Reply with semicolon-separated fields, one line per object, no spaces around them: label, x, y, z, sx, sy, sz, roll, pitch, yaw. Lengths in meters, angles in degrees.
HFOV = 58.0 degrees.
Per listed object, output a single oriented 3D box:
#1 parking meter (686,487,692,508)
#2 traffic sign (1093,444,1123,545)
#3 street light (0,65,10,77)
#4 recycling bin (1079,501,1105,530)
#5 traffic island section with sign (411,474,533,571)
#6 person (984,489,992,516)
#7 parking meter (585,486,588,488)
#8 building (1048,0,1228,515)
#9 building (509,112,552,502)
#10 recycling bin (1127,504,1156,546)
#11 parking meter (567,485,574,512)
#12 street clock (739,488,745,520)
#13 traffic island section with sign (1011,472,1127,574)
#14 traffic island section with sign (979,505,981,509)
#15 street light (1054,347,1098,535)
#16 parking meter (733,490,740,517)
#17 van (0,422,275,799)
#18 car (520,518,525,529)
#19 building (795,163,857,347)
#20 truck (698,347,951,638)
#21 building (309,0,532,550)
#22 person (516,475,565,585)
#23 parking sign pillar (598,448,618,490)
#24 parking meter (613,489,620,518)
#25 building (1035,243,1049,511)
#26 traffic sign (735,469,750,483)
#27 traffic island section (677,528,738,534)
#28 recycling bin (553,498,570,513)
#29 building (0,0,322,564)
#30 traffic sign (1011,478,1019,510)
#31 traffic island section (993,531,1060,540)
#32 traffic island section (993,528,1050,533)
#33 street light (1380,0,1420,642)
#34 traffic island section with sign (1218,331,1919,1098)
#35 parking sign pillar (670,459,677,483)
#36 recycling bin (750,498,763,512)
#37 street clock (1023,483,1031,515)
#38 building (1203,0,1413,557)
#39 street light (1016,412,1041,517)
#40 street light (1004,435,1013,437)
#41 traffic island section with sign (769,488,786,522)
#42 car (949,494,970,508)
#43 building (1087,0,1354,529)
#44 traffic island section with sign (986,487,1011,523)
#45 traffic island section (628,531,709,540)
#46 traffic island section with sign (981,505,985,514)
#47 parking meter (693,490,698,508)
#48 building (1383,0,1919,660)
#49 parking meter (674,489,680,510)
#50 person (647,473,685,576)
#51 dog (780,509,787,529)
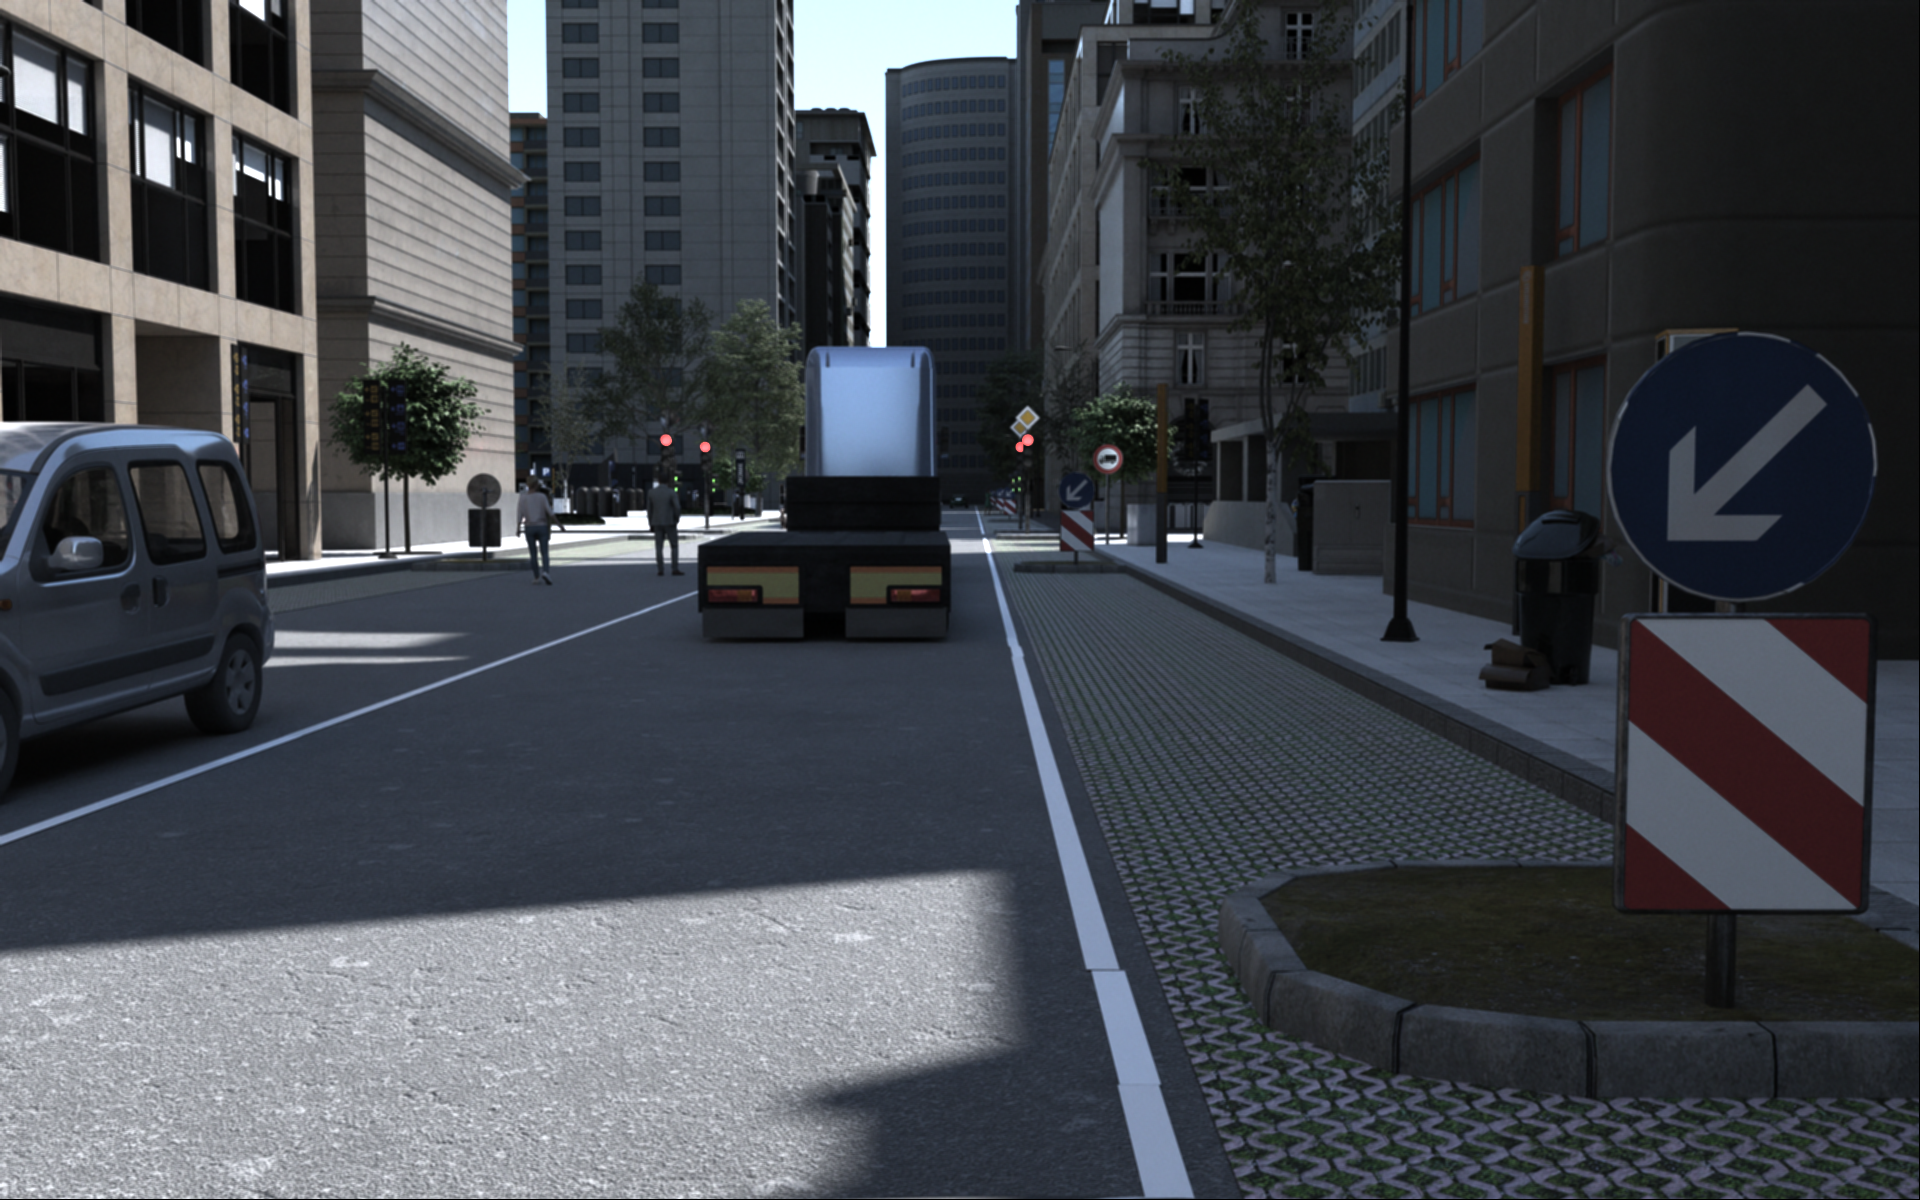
parking meter;-20.931;-7.835;133.805;0.399;1.863;0.255;-1;4;-12
traffic sign;3.752;-2.684;43.987;0.768;2.556;0.104;0;4;5
street light;-10.962;-2.833;18.866;1.470;5.913;1.316;0;4;0
recycling bin;4.745;-3.042;62.288;0.722;1.027;0.722;-2;4;-25
traffic island section with sign;-9.114;-1.479;32.811;1.989;1.847;2.006;0;4;0
person;1.825;-6.398;113.349;0.529;1.795;0.600;0;4;-7
parking meter;-28.746;-7.797;133.186;0.255;1.863;0.399;-1;4;-16
building;15.432;-17.986;98.580;19.350;26.468;34.151;0;4;0
building;-50.480;-33.452;201.564;28.867;44.769;22.147;0;4;0
recycling bin;4.608;-1.866;43.055;0.722;1.027;0.722;-1;4;-17
parking meter;-23.897;-6.150;106.263;0.255;1.863;0.399;1;4;14
street clock;-10.726;-4.933;85.228;0.358;2.002;0.471;0;4;4
traffic island section with sign;2.000;-1.428;31.975;1.989;1.847;2.006;0;4;0
traffic island section with sign;2.948;-9.584;165.328;1.989;1.847;2.006;0;4;0
street light;3.654;-5.028;54.752;1.470;5.913;1.316;0;4;0
parking meter;-12.636;-5.465;97.762;0.372;1.533;0.369;0;3;0
van;-5.172;-0.126;9.074;2.013;2.044;4.112;0;4;2
car;-17.255;-2.892;59.654;4.827;1.381;2.083;0;4;1
building;-24.084;-30.882;196.803;23.993;40.220;32.217;0;4;0
truck;-1.503;-2.208;25.859;2.967;4.110;18.799;0;4;-1
building;-24.512;-15.792;45.587;23.554;28.519;14.401;0;4;0
person;-6.626;-1.118;27.451;0.731;1.740;0.598;-2;4;-24
parking sign pillar;-20.162;-6.878;100.921;1.447;3.967;1.447;-1;4;-15
parking meter;-18.720;-5.256;94.351;0.372;1.533;0.369;0;3;0
building;11.671;-17.793;127.079;11.583;22.565;21.152;0;4;0
traffic sign;-10.752;-5.228;85.583;0.768;2.556;0.104;1;4;8
traffic island section;-9.224;-2.494;63.052;2.009;0.180;2.903;0;4;0
recycling bin;-23.465;-5.472;102.020;0.722;1.027;0.722;2;4;24
building;-22.272;-12.957;16.362;19.350;26.468;34.151;0;4;0
traffic sign;4.413;-8.318;136.110;0.768;2.556;0.104;0;4;7
traffic island section;2.160;-2.000;54.982;2.009;0.180;2.903;0;4;0
traffic island section;2.217;-2.488;62.967;2.009;0.180;2.903;0;4;0
street light;3.318;-2.598;15.022;1.470;5.913;1.316;0;4;0
traffic island section with sign;1.812;0.221;5.021;1.989;1.847;2.006;0;4;0
parking sign pillar;-21.974;-8.758;131.669;1.447;3.967;1.447;1;4;15
recycling bin;-14.772;-6.914;125.599;0.722;1.027;0.722;-2;4;-26
street clock;4.073;-6.358;108.519;0.358;2.002;0.471;1;4;11
building;22.959;-21.349;40.932;32.217;40.220;23.993;0;4;0
street light;3.865;-7.650;97.620;1.470;5.913;1.316;0;4;0
street light;4.211;-10.063;137.074;1.470;5.913;1.316;0;4;0
traffic island section with sign;-8.713;-4.904;88.814;1.989;1.847;2.006;0;4;0
car;-0.077;-10.027;175.736;2.131;1.459;4.920;0;4;2
building;17.528;-13.889;68.889;24.055;21.916;13.314;0;4;0
traffic island section with sign;2.394;-4.828;87.565;1.989;1.847;2.006;0;4;0
traffic island section;-9.281;-2.005;55.068;2.009;0.180;2.903;0;4;0
traffic island section with sign;2.595;-6.517;115.173;1.989;1.847;2.006;0;4;0
parking meter;-18.476;-6.885;120.976;0.372;1.533;0.369;0;3;0
building;19.174;-9.915;7.148;27.650;21.520;28.899;0;4;0
parking meter;-14.967;-5.067;91.259;0.372;1.533;0.369;0;3;0
person;-5.199;-1.340;30.509;0.635;1.810;0.391;0;4;-1
dog;-7.134;-3.336;71.380;0.800;0.831;0.513;-2;4;-32
